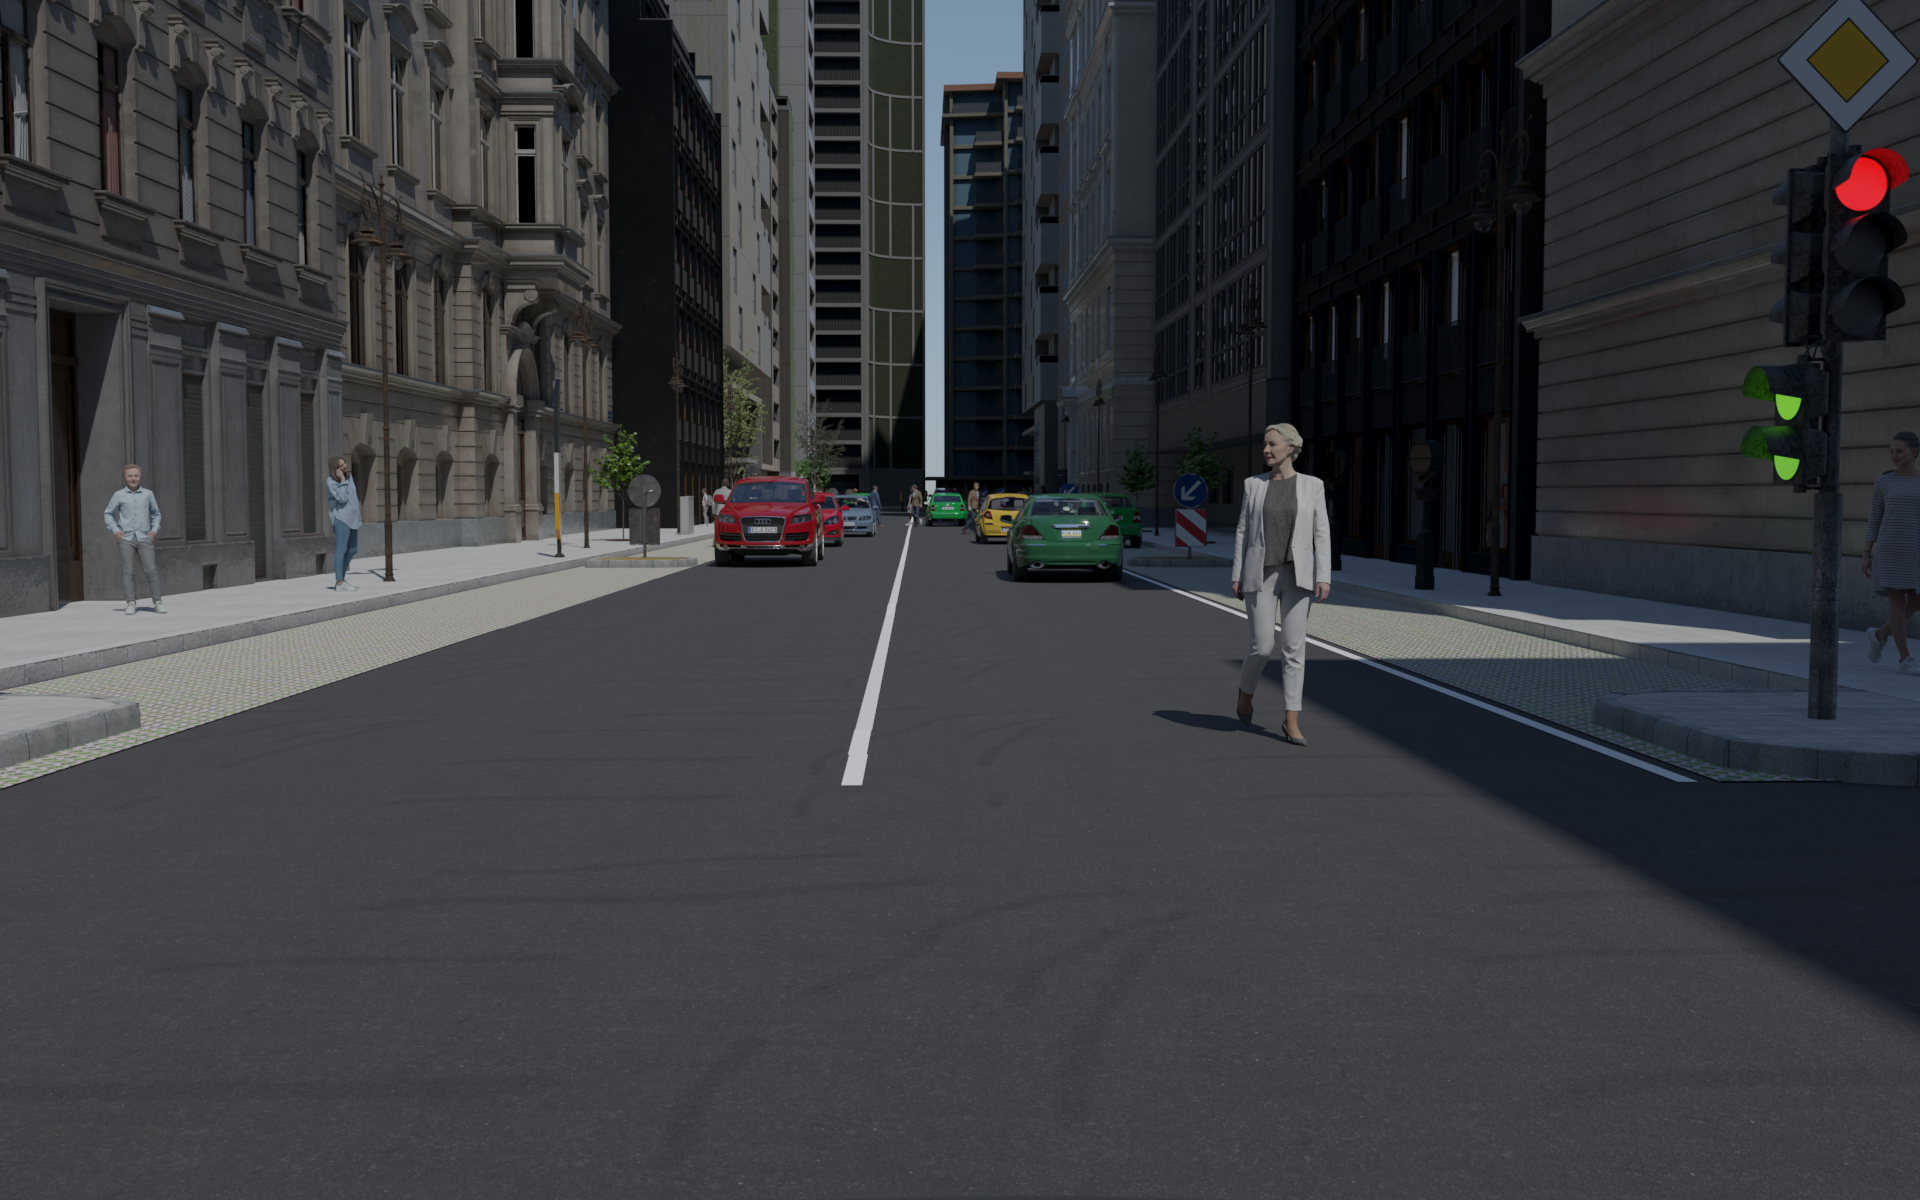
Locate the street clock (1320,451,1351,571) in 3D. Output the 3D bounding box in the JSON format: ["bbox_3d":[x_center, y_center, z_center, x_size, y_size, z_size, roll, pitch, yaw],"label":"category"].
[{"bbox_3d":[6.274,-1.494,28.994,0.471,2.002,0.358,3,5,40],"label":"street clock"}]

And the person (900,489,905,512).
[{"bbox_3d":[-4.627,-7.919,138.067,0.705,1.812,1.348,0,4,-7],"label":"person"}]

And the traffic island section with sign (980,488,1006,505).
[{"bbox_3d":[2.494,-6.322,111.986,1.989,1.847,2.006,0,4,-1],"label":"traffic island section with sign"}]

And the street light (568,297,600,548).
[{"bbox_3d":[-8.852,-4.166,40.894,0.468,5.910,1.993,0,4,-1],"label":"street light"}]

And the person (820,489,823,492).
[{"bbox_3d":[-11.354,-8.319,142.057,0.705,1.824,1.348,-1,4,-11],"label":"person"}]

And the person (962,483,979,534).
[{"bbox_3d":[0.470,-3.249,61.540,0.836,1.842,0.656,0,4,1],"label":"person"}]

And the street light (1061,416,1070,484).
[{"bbox_3d":[5.133,-6.840,84.620,0.468,5.910,1.993,0,4,-1],"label":"street light"}]

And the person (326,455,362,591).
[{"bbox_3d":[-8.152,-1.013,22.863,0.793,1.790,0.793,-2,4,-25],"label":"person"}]

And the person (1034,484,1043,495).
[{"bbox_3d":[2.902,-3.505,65.978,0.590,1.801,0.661,2,4,33],"label":"person"}]

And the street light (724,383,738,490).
[{"bbox_3d":[-9.515,-6.066,71.960,0.468,5.910,1.993,0,4,-1],"label":"street light"}]

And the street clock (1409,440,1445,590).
[{"bbox_3d":[6.238,-1.139,23.191,0.358,2.002,0.471,-1,4,-23],"label":"street clock"}]

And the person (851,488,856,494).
[{"bbox_3d":[-6.373,-5.905,105.074,1.348,1.821,0.705,-2,4,-26],"label":"person"}]

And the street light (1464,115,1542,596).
[{"bbox_3d":[6.737,-2.989,21.650,0.468,5.910,1.993,0,4,-1],"label":"street light"}]

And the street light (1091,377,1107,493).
[{"bbox_3d":[5.491,-5.858,68.563,0.468,5.910,1.993,0,4,-1],"label":"street light"}]

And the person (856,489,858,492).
[{"bbox_3d":[-7.026,-6.492,115.169,0.721,1.766,1.217,1,4,13],"label":"person"}]

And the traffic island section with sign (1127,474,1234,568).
[{"bbox_3d":[4.366,-1.583,34.504,1.989,1.847,2.006,0,4,-1],"label":"traffic island section with sign"}]

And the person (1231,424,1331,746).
[{"bbox_3d":[1.864,-0.110,10.180,0.514,1.842,0.818,0,4,-7],"label":"person"}]

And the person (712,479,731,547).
[{"bbox_3d":[-6.327,-2.320,46.275,0.661,1.843,0.795,1,4,12],"label":"person"}]

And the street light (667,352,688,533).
[{"bbox_3d":[-9.186,-5.116,56.427,0.468,5.910,1.993,0,4,-1],"label":"street light"}]

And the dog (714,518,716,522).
[{"bbox_3d":[-10.239,-3.415,73.571,0.550,0.427,0.748,1,4,22],"label":"dog"}]

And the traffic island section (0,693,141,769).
[{"bbox_3d":[-5.983,0.772,9.654,2.009,0.180,2.903,0,4,-1],"label":"traffic island section"}]

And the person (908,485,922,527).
[{"bbox_3d":[-1.965,-4.137,76.044,0.656,1.842,0.836,0,4,6],"label":"person"}]

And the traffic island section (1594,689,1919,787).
[{"bbox_3d":[4.955,0.756,9.913,2.009,0.180,2.903,0,4,-1],"label":"traffic island section"}]

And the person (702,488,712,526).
[{"bbox_3d":[-10.153,-3.699,69.113,0.523,1.515,0.503,-3,5,-41],"label":"person"}]

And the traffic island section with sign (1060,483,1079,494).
[{"bbox_3d":[3.714,-3.240,61.596,1.989,1.847,2.006,0,4,-1],"label":"traffic island section with sign"}]

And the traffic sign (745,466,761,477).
[{"bbox_3d":[-9.326,-4.766,78.035,0.768,2.556,0.104,0,4,5],"label":"traffic sign"}]

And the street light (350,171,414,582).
[{"bbox_3d":[-8.377,-3.208,25.246,0.468,5.910,1.993,0,4,-1],"label":"street light"}]

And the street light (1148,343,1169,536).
[{"bbox_3d":[6.045,-4.908,53.035,0.468,5.910,1.993,0,4,-1],"label":"street light"}]

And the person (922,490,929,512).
[{"bbox_3d":[-2.831,-8.069,141.144,0.721,1.735,1.217,2,4,31],"label":"person"}]

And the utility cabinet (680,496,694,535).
[{"bbox_3d":[-8.656,-2.674,54.877,0.306,1.237,1.020,0,4,0],"label":"utility cabinet"}]

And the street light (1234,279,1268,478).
[{"bbox_3d":[6.281,-3.958,37.500,0.468,5.910,1.993,0,4,-1],"label":"street light"}]

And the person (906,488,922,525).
[{"bbox_3d":[-2.120,-4.264,78.962,0.760,1.731,0.466,-1,4,-9],"label":"person"}]

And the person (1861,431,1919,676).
[{"bbox_3d":[6.772,-0.350,12.513,0.466,1.731,0.760,0,4,-6],"label":"person"}]

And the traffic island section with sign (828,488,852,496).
[{"bbox_3d":[-8.115,-6.285,111.391,1.989,1.847,2.006,0,4,-1],"label":"traffic island section with sign"}]

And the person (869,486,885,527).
[{"bbox_3d":[-3.657,-4.080,75.397,0.721,1.800,0.419,3,5,42],"label":"person"}]

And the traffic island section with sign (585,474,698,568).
[{"bbox_3d":[-6.251,-1.568,34.258,1.989,1.847,2.006,0,4,-1],"label":"traffic island section with sign"}]

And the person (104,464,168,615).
[{"bbox_3d":[-8.822,-0.653,18.523,0.589,1.601,0.330,-2,4,-25],"label":"person"}]
